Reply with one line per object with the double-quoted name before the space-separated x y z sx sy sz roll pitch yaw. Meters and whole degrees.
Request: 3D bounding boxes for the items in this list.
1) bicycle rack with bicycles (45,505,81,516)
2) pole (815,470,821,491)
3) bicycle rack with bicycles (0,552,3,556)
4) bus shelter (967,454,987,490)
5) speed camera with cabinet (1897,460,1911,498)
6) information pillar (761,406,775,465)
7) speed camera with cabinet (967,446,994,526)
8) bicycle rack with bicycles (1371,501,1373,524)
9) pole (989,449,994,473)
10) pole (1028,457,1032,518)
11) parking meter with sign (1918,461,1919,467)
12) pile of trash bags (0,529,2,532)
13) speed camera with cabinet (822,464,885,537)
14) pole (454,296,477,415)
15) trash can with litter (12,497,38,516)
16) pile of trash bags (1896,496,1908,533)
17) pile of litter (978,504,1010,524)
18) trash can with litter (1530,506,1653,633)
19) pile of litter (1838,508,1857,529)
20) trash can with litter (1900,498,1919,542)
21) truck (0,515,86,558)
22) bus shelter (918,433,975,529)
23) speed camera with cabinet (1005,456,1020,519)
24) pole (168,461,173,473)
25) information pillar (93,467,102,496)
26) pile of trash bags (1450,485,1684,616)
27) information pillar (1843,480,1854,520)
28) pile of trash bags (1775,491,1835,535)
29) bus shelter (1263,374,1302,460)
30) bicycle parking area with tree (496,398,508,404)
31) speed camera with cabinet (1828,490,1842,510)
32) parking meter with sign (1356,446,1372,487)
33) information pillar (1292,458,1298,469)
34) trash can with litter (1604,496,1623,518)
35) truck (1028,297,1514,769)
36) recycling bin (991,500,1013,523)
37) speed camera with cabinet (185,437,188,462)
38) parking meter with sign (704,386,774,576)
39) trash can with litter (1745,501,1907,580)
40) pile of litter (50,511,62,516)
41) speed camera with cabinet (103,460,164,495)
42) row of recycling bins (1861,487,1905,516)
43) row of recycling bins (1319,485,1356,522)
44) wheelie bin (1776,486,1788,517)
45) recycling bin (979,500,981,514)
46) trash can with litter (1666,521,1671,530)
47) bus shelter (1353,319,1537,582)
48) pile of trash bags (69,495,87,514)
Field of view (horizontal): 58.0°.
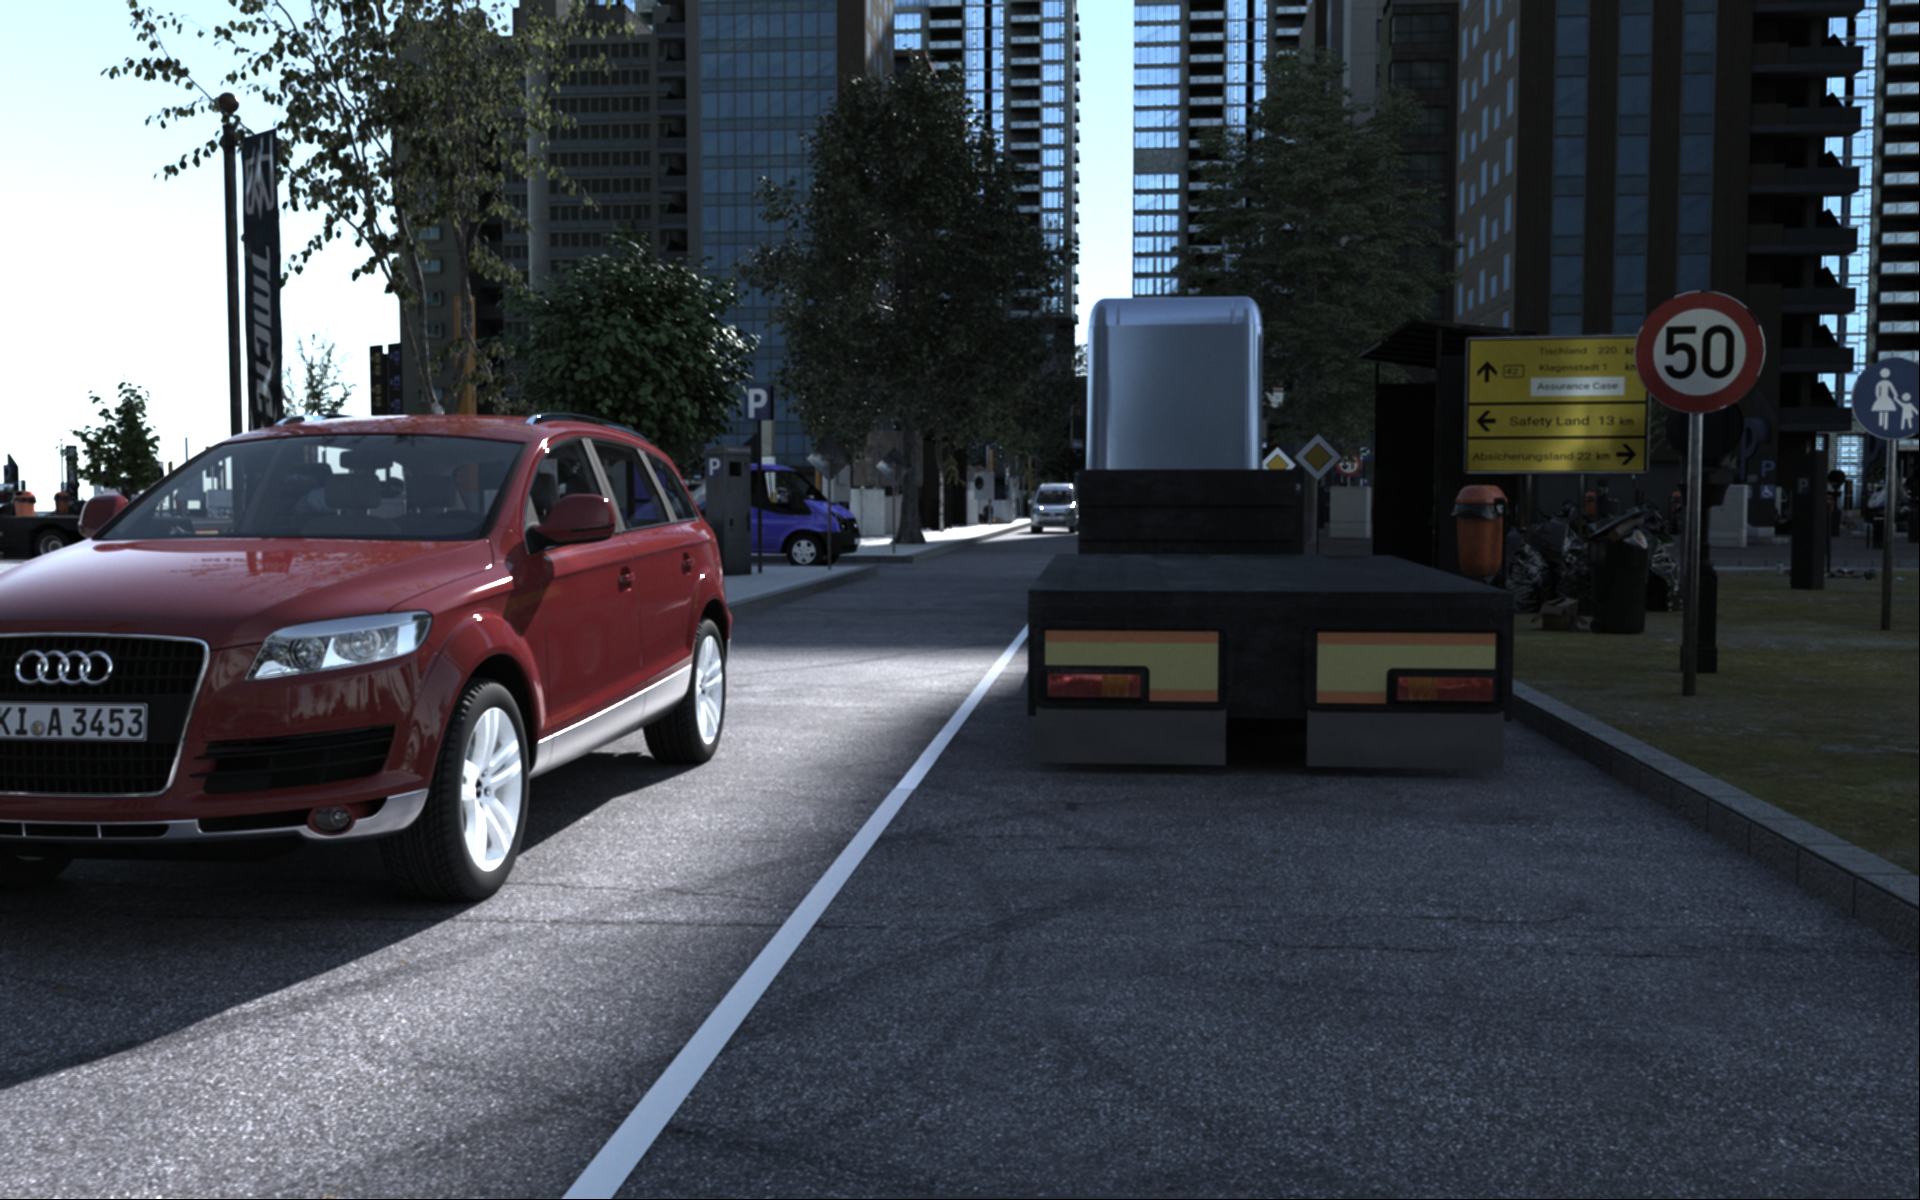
"bicycle rack with bicycles" -29.373 -2.805 59.242 2.925 0.926 2.852 0 4 8
"pole" -5.544 -4.513 67.636 0.158 3.312 0.155 0 3 0
"bicycle rack with bicycles" -6.896 0.161 10.743 2.852 0.926 2.925 2 4 25
"bus shelter" 0.454 -5.833 89.297 2.014 3.302 5.546 0 4 6
"speed camera with cabinet" 53.527 -6.422 99.339 2.038 3.252 0.660 -1 4 -12
"information pillar" -4.260 -2.881 38.453 0.183 3.616 0.504 -2 4 -35
"speed camera with cabinet" 0.573 -4.698 71.155 0.660 3.252 2.038 -3 4 -37
"bicycle rack with bicycles" 17.924 -3.782 75.214 2.852 0.926 2.925 -3 5 -40
"pole" 1.434 -5.161 78.227 0.158 3.312 0.155 0 3 0
"pole" 3.753 -6.078 93.219 0.158 3.312 0.155 0 3 0
"parking meter with sign" 50.314 -5.755 90.355 0.543 3.016 1.738 2 4 27
"pile of trash bags" -26.889 -2.352 48.211 3.447 1.369 1.912 2 4 28
"speed camera with cabinet" -3.185 -3.520 51.885 2.038 3.252 0.660 -3 5 -44
"pole" -5.100 -1.473 17.925 0.158 3.312 0.155 0 3 0
"trash can with litter" -50.989 -5.091 94.302 2.233 1.210 1.678 0 4 -3
"pile of trash bags" 29.966 -2.719 54.215 1.912 1.369 3.447 -1 4 -10
"pile of litter" 1.334 -3.654 73.705 1.719 0.858 1.176 0 4 -6
"trash can with litter" 5.869 -0.288 16.099 1.055 1.170 0.624 2 4 31
"pile of litter" 32.501 -3.046 63.771 1.719 0.858 1.176 -2 4 -30
"trash can with litter" 25.495 -2.111 45.903 1.055 1.170 0.624 -2 4 -29
"truck" -23.987 -2.790 35.368 18.799 4.110 2.967 0 4 5
"bus shelter" -0.510 -4.607 66.610 1.731 3.624 6.357 0 4 5
"speed camera with cabinet" 2.685 -5.842 89.847 0.660 3.252 2.038 0 4 -4
"pole" -50.460 -7.142 110.612 0.158 3.312 0.155 0 3 0
"information pillar" -52.842 -7.016 106.072 0.504 3.616 0.183 -1 4 -14
"pile of trash bags" 6.344 -0.543 18.633 3.447 1.369 1.912 -3 5 -44
"information pillar" 44.863 -5.074 87.448 0.304 2.012 0.304 -1 4 -15
"pile of trash bags" 26.287 -2.776 55.144 3.447 1.369 1.912 -1 4 -11
"bus shelter" 9.471 -4.759 55.440 2.179 5.291 8.768 0 4 6
"bicycle parking area with tree" -11.143 -3.927 51.214 8.231 4.147 9.016 1 4 20
"speed camera with cabinet" 39.981 -5.256 80.276 0.660 3.252 2.038 -1 4 -9
"parking meter with sign" 14.769 -4.098 63.262 0.543 3.016 1.738 1 4 15
"information pillar" 19.950 -6.865 103.599 0.504 3.616 0.183 2 4 27
"trash can with litter" 19.055 -2.484 51.676 2.233 1.210 1.678 1 4 13
"truck" 2.405 -1.724 17.954 2.967 4.110 18.799 0 4 5
"recycling bin" 1.840 -3.876 75.933 0.722 1.027 0.722 3 4 36
"speed camera with cabinet" -26.031 -4.020 60.061 2.038 3.252 0.660 0 4 4
"parking meter with sign" -3.695 -1.906 27.423 0.543 3.016 1.738 2 4 32
"trash can with litter" 13.420 -0.954 26.656 1.678 1.210 2.233 -1 4 -22
"pile of litter" -50.829 -5.129 97.820 1.176 0.858 1.719 2 4 35
"speed camera with cabinet" -20.779 -3.012 43.585 0.660 3.252 2.038 0 4 3
"row of recycling bins" 51.535 -5.479 96.698 1.069 1.692 3.534 0 4 0
"row of recycling bins" 17.097 -4.464 80.106 3.534 1.692 1.069 -2 4 -29
"wheelie bin" 32.080 -3.688 68.204 0.980 1.594 0.693 -2 4 -29
"recycling bin" 0.555 -4.119 79.903 0.722 1.027 0.722 0 4 -8
"trash can with litter" 25.852 -3.111 62.248 1.055 1.170 0.624 -2 4 -34
"bus shelter" 7.191 -2.137 26.231 1.731 3.624 6.357 0 4 6
"pile of trash bags" -35.972 -3.783 71.611 3.447 1.369 1.912 1 4 14
